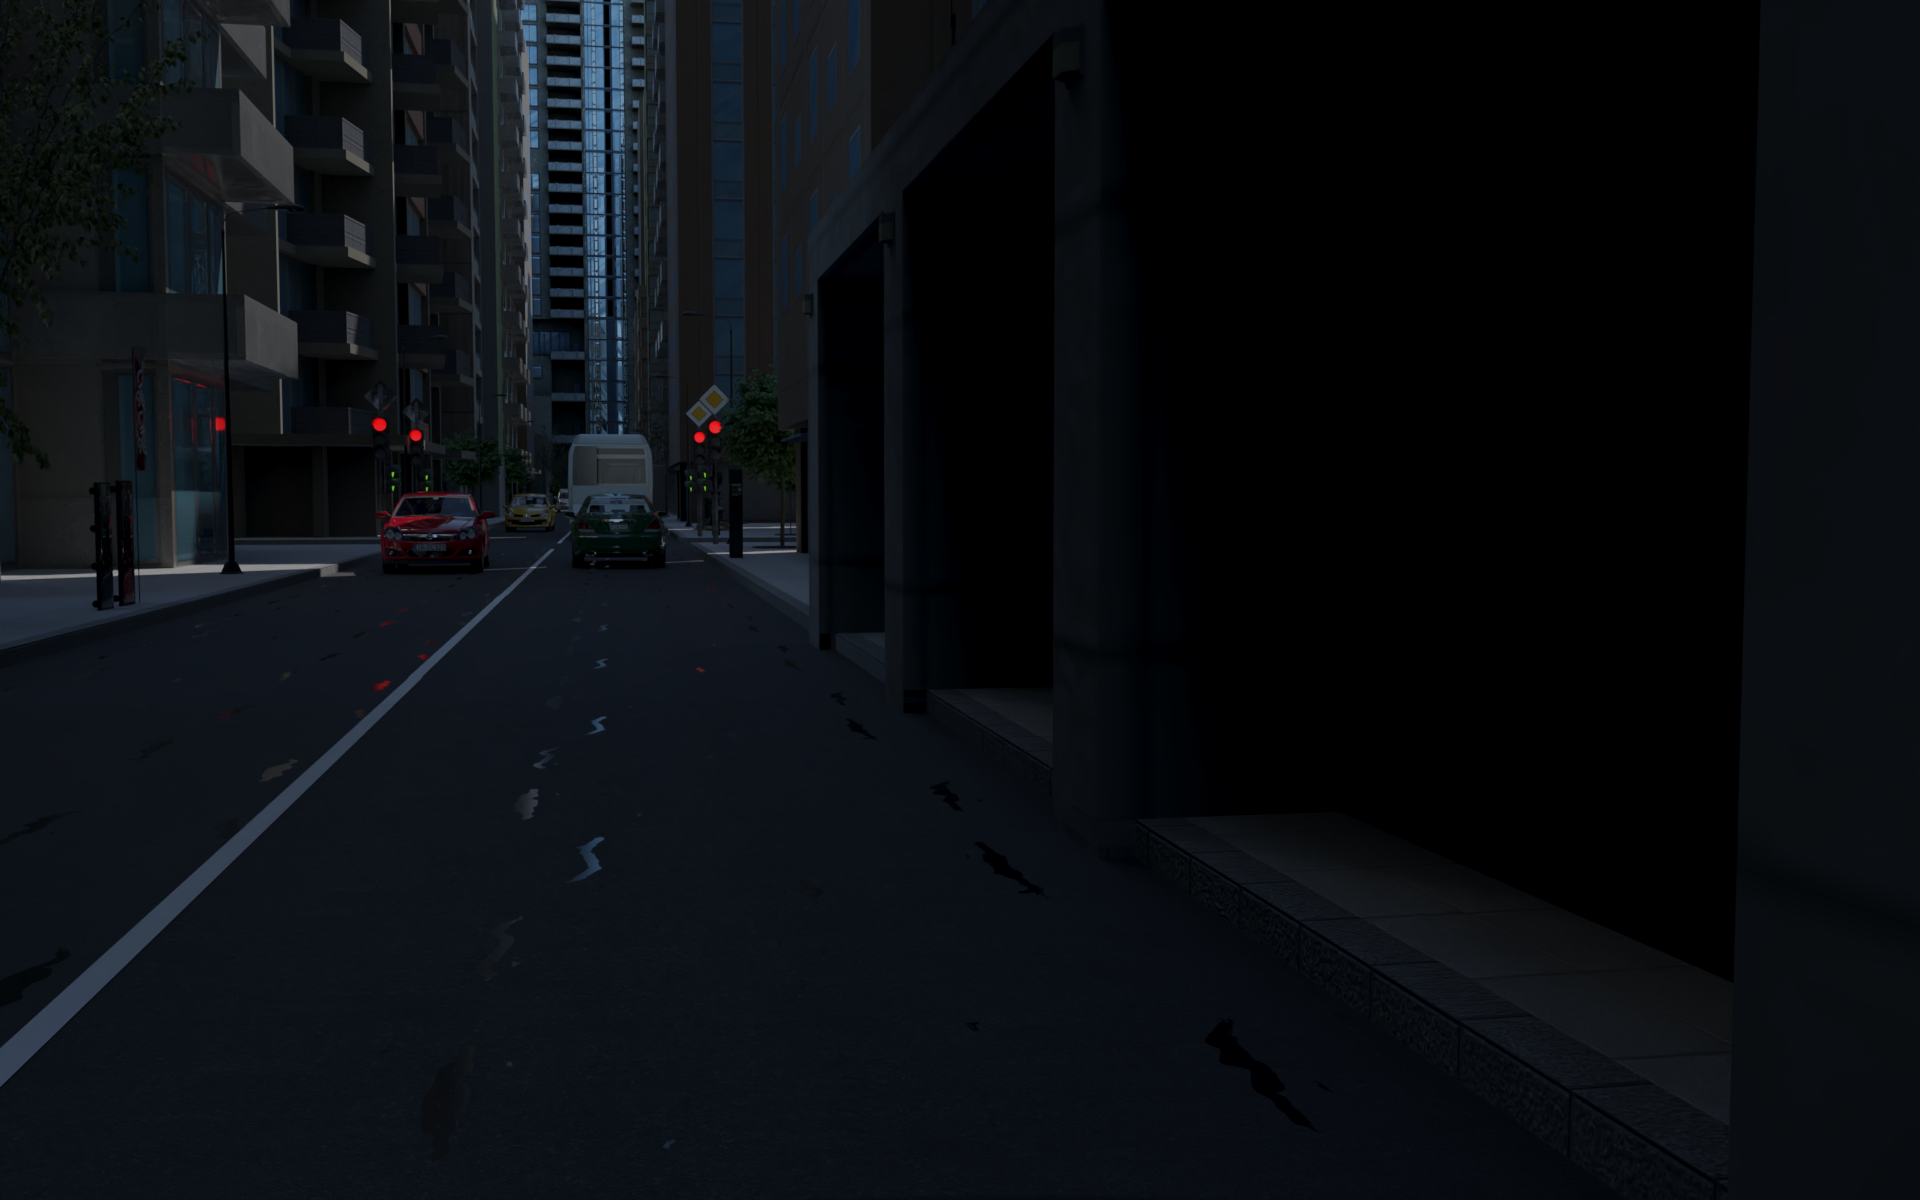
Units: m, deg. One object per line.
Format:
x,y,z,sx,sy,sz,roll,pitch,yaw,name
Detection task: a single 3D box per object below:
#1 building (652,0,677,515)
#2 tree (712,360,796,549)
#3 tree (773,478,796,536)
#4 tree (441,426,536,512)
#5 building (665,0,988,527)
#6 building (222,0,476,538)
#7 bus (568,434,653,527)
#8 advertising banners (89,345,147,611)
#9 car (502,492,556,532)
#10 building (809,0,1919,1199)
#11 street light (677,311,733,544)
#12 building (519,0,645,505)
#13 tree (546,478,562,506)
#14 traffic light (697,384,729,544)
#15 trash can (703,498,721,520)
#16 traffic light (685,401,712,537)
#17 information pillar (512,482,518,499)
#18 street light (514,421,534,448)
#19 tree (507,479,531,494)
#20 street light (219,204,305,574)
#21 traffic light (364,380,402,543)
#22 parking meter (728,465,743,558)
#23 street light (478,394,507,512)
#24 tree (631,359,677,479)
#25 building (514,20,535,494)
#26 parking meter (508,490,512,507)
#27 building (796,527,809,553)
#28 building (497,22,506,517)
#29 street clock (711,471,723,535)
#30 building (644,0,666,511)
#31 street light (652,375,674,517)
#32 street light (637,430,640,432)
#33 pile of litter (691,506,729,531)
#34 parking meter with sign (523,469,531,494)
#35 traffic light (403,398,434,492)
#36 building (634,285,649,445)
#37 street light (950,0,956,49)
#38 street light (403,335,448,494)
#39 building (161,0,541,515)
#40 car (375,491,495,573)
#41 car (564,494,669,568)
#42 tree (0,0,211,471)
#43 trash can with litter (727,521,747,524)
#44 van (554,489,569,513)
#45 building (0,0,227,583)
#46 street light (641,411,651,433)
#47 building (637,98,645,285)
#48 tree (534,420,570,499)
-8.469,-30.149,112.542,23.786,49.044,30.456,-1,4,-11,building
-4.214,-3.513,41.156,4.285,4.588,4.351,0,3,0,tree
-5.351,-3.624,53.855,1.663,3.219,1.824,0,3,0,tree
-23.474,-6.083,83.165,4.285,4.588,4.351,0,3,0,tree
-6.758,-26.423,82.123,14.600,45.320,14.200,-1,4,-11,building
-29.410,-24.854,60.992,22.147,44.769,28.867,-1,4,-11,building
-11.995,-3.972,59.796,2.948,3.499,13.247,-1,4,-11,bus
-9.609,-1.448,19.869,0.090,3.025,2.074,-1,4,-9,advertising banners
-16.530,-3.451,66.643,2.015,1.641,3.980,-1,4,-10,car
10.578,-34.752,6.448,20.563,71.187,20.611,-1,4,-11,building
-6.382,-4.390,44.317,1.470,5.913,1.316,-1,4,-11,street light
-45.931,-55.231,215.695,31.000,86.520,22.319,-1,4,-11,building
-45.498,-12.321,196.044,1.663,3.219,1.824,0,3,0,tree
-6.294,-3.390,44.347,0.839,4.253,0.868,-1,4,-11,traffic light
-9.654,-3.419,67.547,0.748,1.137,0.748,0,3,0,trash can
-7.870,-3.869,52.176,0.839,4.253,0.868,-1,4,-11,traffic light
-26.347,-6.002,102.623,0.304,2.012,0.304,0,4,-3,information pillar
-27.612,-8.379,109.533,1.470,5.913,1.316,-1,4,-11,street light
-29.123,-7.301,113.978,1.663,3.219,1.824,0,3,0,tree
-11.186,-3.379,27.781,1.470,5.913,1.316,-1,4,-11,street light
-14.243,-3.292,42.737,0.839,4.253,0.868,-1,4,-11,traffic light
-4.494,-1.774,34.710,0.255,1.863,0.399,-1,4,-12,parking meter
-21.684,-6.588,80.262,1.470,5.913,1.316,-1,4,-11,street light
-15.248,-8.715,92.851,4.360,8.622,3.978,0,3,0,tree
-46.938,-31.173,159.786,14.600,45.320,14.200,-1,4,-11,building
-29.871,-6.709,115.409,0.399,1.863,0.255,1,4,19,parking meter
4.108,-23.345,31.805,14.600,45.320,14.200,-1,4,-11,building
-31.772,-24.895,90.635,14.154,41.232,14.086,-1,4,-11,building
-7.585,-3.011,53.803,0.358,2.002,0.471,-3,5,-39,street clock
-17.739,-27.741,137.164,14.154,41.232,14.086,-1,4,-11,building
-11.168,-5.820,67.699,1.470,5.913,1.316,-1,4,-11,street light
-22.831,-9.375,125.825,1.470,5.913,1.316,-1,4,-11,street light
-8.596,-2.879,61.030,1.719,0.858,1.176,2,4,24,pile of litter
-30.206,-7.558,119.830,0.543,3.016,1.738,-2,4,-30,parking meter with sign
-15.819,-3.770,50.566,0.839,4.253,0.868,-1,4,-11,traffic light
-15.822,-19.272,160.134,27.650,21.520,28.899,-1,4,-11,building
-0.594,-2.608,15.181,1.470,5.913,1.316,-1,4,-11,street light
-15.678,-4.782,50.727,1.470,5.913,1.316,-1,4,-11,street light
-45.860,-31.607,136.382,23.786,49.044,30.456,-1,4,-11,building
-9.917,-1.458,32.887,2.155,1.783,4.494,-1,4,-13,car
-6.981,-1.435,35.268,2.131,1.459,4.920,-1,4,-12,car
-9.620,-4.041,16.426,4.737,8.622,4.395,0,3,0,tree
-10.049,-3.859,74.157,2.233,1.210,1.678,-1,4,-22,trash can with litter
-30.395,-7.783,134.258,2.013,2.044,4.112,-1,4,-12,van
-27.289,-24.848,25.871,30.456,49.044,23.786,-1,4,-11,building
-16.985,-7.606,96.902,1.470,5.913,1.316,-1,4,-11,street light
-28.734,-33.248,193.709,14.600,45.320,14.200,-1,4,-11,building
-41.139,-13.681,174.041,4.360,8.622,3.978,0,3,0,tree
